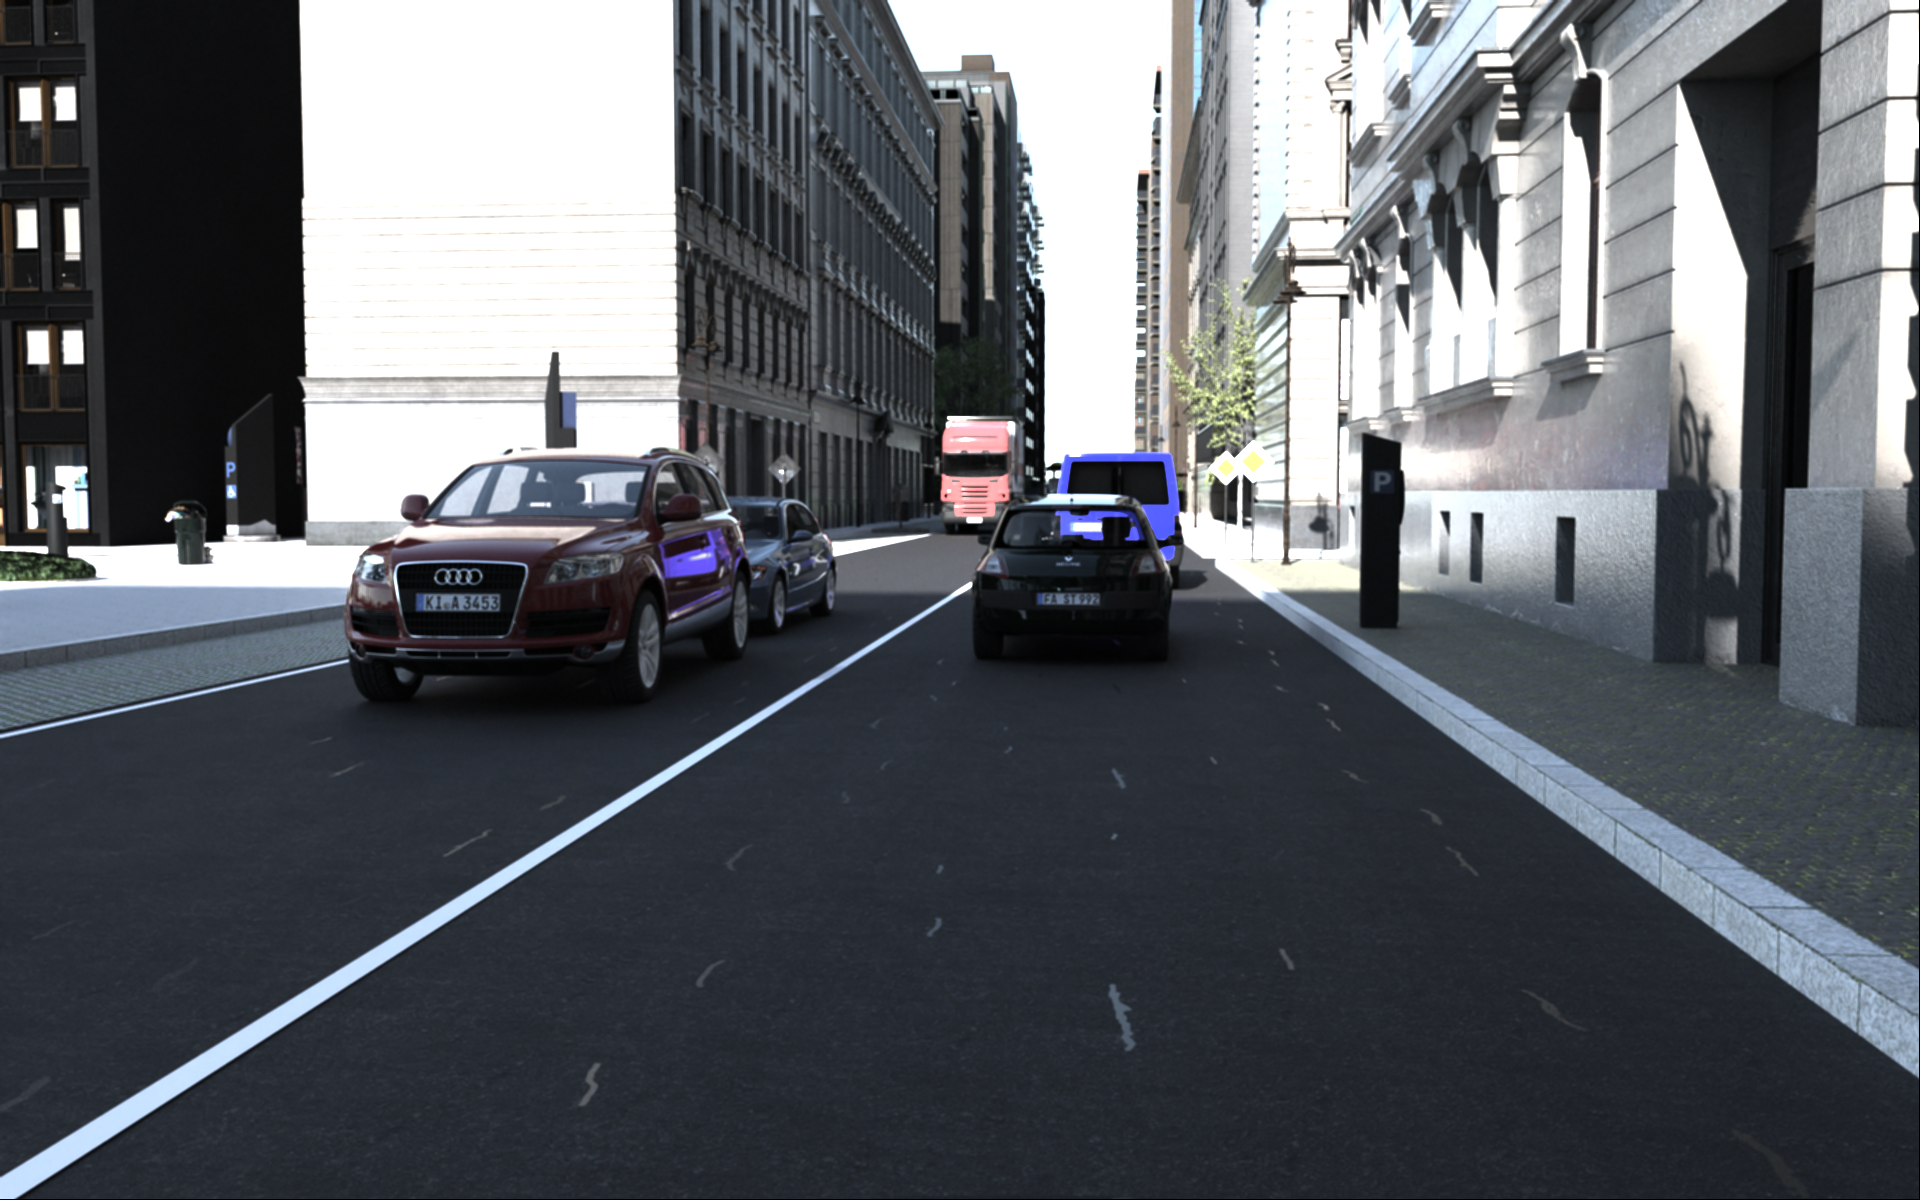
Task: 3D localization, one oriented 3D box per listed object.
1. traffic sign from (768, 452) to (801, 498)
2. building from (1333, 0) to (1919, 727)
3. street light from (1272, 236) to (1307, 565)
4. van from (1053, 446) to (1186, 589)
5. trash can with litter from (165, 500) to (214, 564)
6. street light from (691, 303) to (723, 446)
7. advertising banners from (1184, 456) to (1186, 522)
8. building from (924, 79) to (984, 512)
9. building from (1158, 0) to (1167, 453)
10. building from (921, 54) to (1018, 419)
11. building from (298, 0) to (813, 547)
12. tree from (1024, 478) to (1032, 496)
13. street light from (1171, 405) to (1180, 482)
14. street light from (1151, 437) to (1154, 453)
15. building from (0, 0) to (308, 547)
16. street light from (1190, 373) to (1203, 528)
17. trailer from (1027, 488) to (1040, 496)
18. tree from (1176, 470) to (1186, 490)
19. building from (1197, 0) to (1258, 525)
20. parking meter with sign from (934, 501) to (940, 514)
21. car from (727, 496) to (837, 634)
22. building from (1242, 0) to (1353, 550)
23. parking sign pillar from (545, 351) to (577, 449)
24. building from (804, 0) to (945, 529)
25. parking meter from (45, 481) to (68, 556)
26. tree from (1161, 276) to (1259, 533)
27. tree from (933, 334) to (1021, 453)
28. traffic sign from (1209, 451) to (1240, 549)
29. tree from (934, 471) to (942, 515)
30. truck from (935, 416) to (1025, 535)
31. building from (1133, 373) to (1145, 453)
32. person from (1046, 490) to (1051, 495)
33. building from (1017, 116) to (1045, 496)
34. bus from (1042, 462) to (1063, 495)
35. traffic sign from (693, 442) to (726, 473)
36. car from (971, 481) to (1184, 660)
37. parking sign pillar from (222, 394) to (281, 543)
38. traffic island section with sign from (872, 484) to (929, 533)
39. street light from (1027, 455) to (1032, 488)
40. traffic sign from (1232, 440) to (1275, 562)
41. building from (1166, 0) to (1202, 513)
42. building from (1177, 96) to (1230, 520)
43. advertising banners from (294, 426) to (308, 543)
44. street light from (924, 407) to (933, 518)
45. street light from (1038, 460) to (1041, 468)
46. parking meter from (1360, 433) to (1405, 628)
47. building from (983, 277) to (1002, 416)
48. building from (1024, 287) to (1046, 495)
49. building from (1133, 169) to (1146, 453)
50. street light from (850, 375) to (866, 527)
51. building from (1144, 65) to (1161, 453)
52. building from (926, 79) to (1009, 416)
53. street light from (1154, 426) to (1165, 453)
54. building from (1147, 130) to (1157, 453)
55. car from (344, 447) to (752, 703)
[{"bbox_3d":[-4.197,-2.308,41.381,0.795,2.450,0.064,0,4,5],"label":"traffic sign"},{"bbox_3d":[12.128,-14.178,19.201,14.401,28.519,23.554,0,4,5],"label":"building"},{"bbox_3d":[5.923,-3.578,31.281,0.468,5.910,1.993,0,4,5],"label":"street light"},{"bbox_3d":[2.546,-1.433,27.810,2.240,2.365,5.245,0,4,6],"label":"van"},{"bbox_3d":[-14.043,-1.239,31.647,0.624,1.170,1.055,-1,4,-9],"label":"trash can with litter"},{"bbox_3d":[-6.134,-4.242,42.152,0.468,5.910,1.993,0,4,5],"label":"street light"},{"bbox_3d":[10.473,-5.169,80.694,0.090,3.025,2.074,1,4,9],"label":"advertising banners"},{"bbox_3d":[-5.792,-21.573,124.415,14.160,30.474,14.107,0,4,5],"label":"building"},{"bbox_3d":[27.400,-36.912,145.512,21.231,58.520,28.212,0,4,5],"label":"building"},{"bbox_3d":[-1.281,-32.487,181.267,14.600,45.320,14.200,0,4,5],"label":"building"},{"bbox_3d":[-10.562,-12.298,50.216,9.793,20.994,18.267,0,4,5],"label":"building"},{"bbox_3d":[7.370,-12.069,191.930,1.663,3.219,1.824,0,3,0],"label":"tree"},{"bbox_3d":[11.197,-7.158,89.825,0.468,5.910,1.993,0,4,5],"label":"street light"},{"bbox_3d":[15.695,-10.272,140.737,0.468,5.910,1.993,0,4,5],"label":"street light"},{"bbox_3d":[-27.927,-13.357,48.060,15.834,23.373,12.332,0,4,5],"label":"building"},{"bbox_3d":[8.865,-5.641,65.018,0.468,5.910,1.993,0,4,5],"label":"street light"},{"bbox_3d":[6.646,-9.189,157.284,1.471,1.999,3.904,0,4,6],"label":"trailer"},{"bbox_3d":[14.417,-7.580,118.532,1.663,3.219,1.824,0,3,0],"label":"tree"},{"bbox_3d":[17.626,-17.071,72.612,14.314,27.812,24.014,0,4,5],"label":"building"},{"bbox_3d":[-2.123,-6.761,106.809,1.738,3.016,0.543,0,4,5],"label":"parking meter with sign"},{"bbox_3d":[-2.523,-0.446,19.292,2.014,1.417,4.499,0,4,7],"label":"car"},{"bbox_3d":[17.127,-13.109,43.213,19.941,23.489,11.050,0,4,5],"label":"building"},{"bbox_3d":[-7.728,-2.752,33.475,1.447,3.967,1.447,-1,4,-20],"label":"parking sign pillar"},{"bbox_3d":[-11.074,-18.645,81.256,17.030,29.872,44.131,0,4,5],"label":"building"},{"bbox_3d":[-18.110,-1.610,34.729,0.372,1.533,0.369,0,3,0],"label":"parking meter"},{"bbox_3d":[9.054,-6.534,57.186,4.737,8.622,4.395,0,3,0],"label":"tree"},{"bbox_3d":[0.296,-11.418,112.443,9.928,11.665,9.643,0,3,0],"label":"tree"},{"bbox_3d":[6.203,-2.250,40.431,0.795,2.450,0.064,0,4,5],"label":"traffic sign"},{"bbox_3d":[-1.595,-6.735,104.723,1.663,3.219,1.824,0,3,0],"label":"tree"},{"bbox_3d":[0.912,-4.618,64.412,2.839,4.237,11.283,0,4,5],"label":"truck"},{"bbox_3d":[39.884,-25.291,258.553,27.650,21.520,28.899,0,4,5],"label":"building"},{"bbox_3d":[6.004,-6.658,118.075,1.217,1.735,0.721,-1,4,-9],"label":"person"},{"bbox_3d":[-2.341,-36.450,215.566,23.786,49.044,30.456,0,4,5],"label":"building"},{"bbox_3d":[8.186,-8.784,135.161,2.896,3.916,12.252,0,4,6],"label":"bus"},{"bbox_3d":[-4.911,-1.822,33.428,0.795,2.450,0.064,0,4,5],"label":"traffic sign"},{"bbox_3d":[1.118,-0.404,16.398,2.009,1.686,4.222,0,4,6],"label":"car"},{"bbox_3d":[-18.904,-3.526,46.117,1.447,3.967,1.447,2,4,25],"label":"parking sign pillar"},{"bbox_3d":[-2.185,-3.403,64.260,1.989,1.847,2.006,0,4,5],"label":"traffic island section with sign"},{"bbox_3d":[8.083,-13.946,200.796,0.468,5.910,1.993,0,4,5],"label":"street light"},{"bbox_3d":[5.490,-1.764,32.478,0.795,2.450,0.064,0,4,5],"label":"traffic sign"},{"bbox_3d":[21.963,-29.054,125.149,14.600,45.320,14.200,0,4,5],"label":"building"},{"bbox_3d":[21.025,-16.285,99.551,16.112,22.955,30.059,0,4,5],"label":"building"},{"bbox_3d":[-17.257,-3.038,45.865,0.090,3.025,2.074,0,4,-3],"label":"advertising banners"},{"bbox_3d":[-1.657,-7.309,92.285,0.468,5.910,1.993,0,4,5],"label":"street light"},{"bbox_3d":[10.310,-15.463,225.612,0.468,5.910,1.993,0,4,5],"label":"street light"},{"bbox_3d":[4.056,-0.668,16.632,0.399,1.863,0.255,1,4,11],"label":"parking meter"},{"bbox_3d":[-11.223,-18.459,146.837,27.650,21.520,28.899,0,4,5],"label":"building"},{"bbox_3d":[4.480,-28.538,238.293,14.160,30.474,14.107,0,4,5],"label":"building"},{"bbox_3d":[34.151,-35.094,228.405,22.147,44.769,28.867,0,4,5],"label":"building"},{"bbox_3d":[-3.962,-5.785,67.377,0.468,5.910,1.993,0,4,5],"label":"street light"},{"bbox_3d":[30.427,-31.836,175.136,22.147,44.769,28.867,0,4,5],"label":"building"},{"bbox_3d":[-2.726,-29.576,167.169,14.154,41.232,14.086,0,4,5],"label":"building"},{"bbox_3d":[13.324,-8.689,114.853,0.468,5.910,1.993,0,4,5],"label":"street light"},{"bbox_3d":[29.494,-34.011,206.198,14.600,45.320,14.200,0,4,5],"label":"building"},{"bbox_3d":[-3.009,-0.303,13.632,2.281,1.827,5.304,0,4,4],"label":"car"}]
